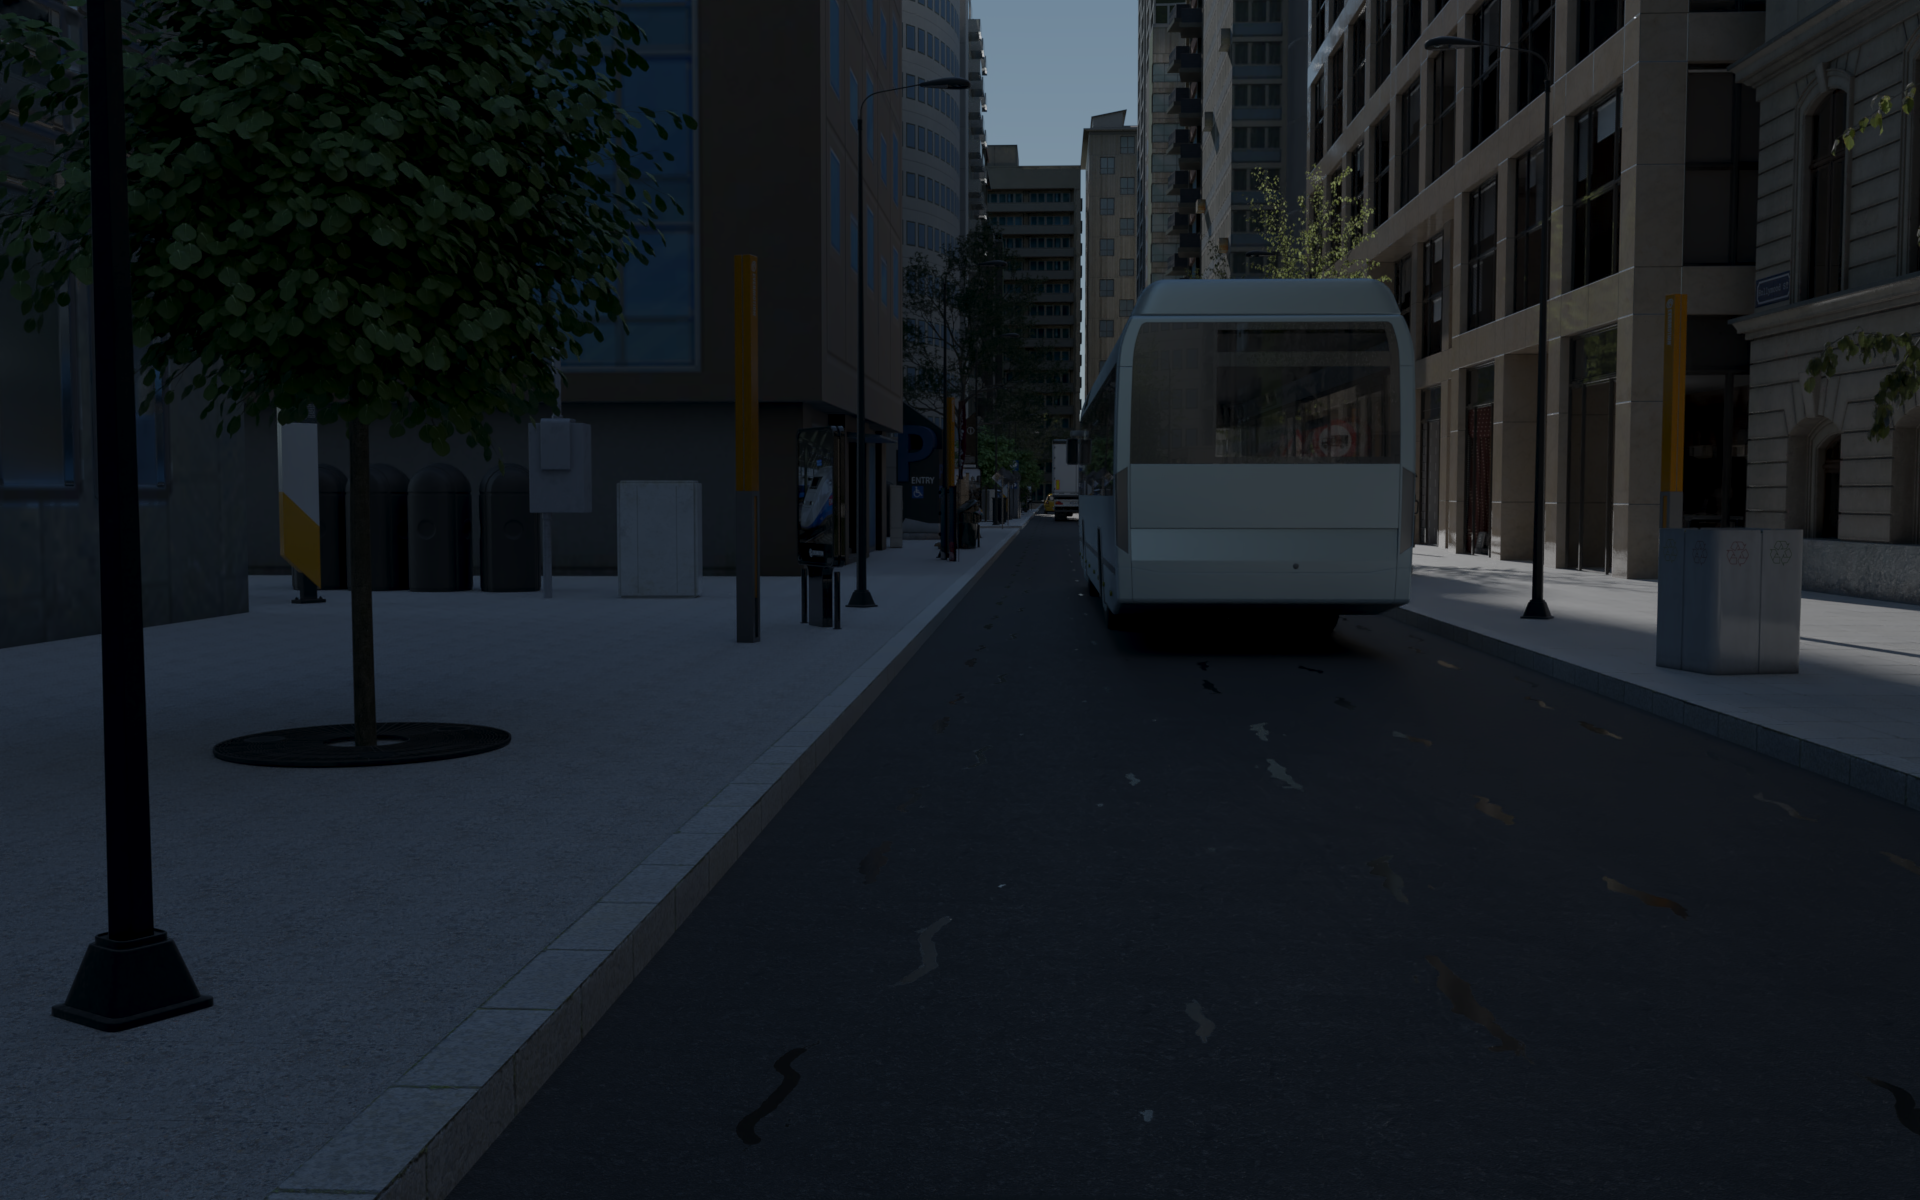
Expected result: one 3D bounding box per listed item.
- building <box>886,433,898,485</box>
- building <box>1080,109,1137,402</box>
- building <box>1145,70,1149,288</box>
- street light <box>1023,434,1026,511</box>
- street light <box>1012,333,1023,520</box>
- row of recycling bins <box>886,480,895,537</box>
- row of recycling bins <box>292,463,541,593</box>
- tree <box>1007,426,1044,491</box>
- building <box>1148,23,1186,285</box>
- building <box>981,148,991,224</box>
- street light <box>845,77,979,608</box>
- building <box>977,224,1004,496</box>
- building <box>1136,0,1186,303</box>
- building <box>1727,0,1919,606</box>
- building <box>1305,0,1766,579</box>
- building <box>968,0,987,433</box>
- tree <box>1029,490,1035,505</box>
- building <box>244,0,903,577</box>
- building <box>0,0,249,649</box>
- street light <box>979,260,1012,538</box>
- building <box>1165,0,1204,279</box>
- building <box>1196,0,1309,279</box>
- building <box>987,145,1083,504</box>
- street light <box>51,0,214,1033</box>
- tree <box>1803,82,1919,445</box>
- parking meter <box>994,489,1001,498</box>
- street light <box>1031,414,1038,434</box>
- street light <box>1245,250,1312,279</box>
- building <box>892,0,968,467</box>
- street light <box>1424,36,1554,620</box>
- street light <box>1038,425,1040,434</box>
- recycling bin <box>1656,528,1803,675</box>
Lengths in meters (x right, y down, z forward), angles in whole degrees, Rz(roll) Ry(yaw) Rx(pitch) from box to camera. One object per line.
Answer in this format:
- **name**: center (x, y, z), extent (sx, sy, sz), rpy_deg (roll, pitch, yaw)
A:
- **building**: center (-11.698, -39.422, 82.798), extent (20.563, 71.187, 20.611), rpy_deg (0, 4, 3)
- **building**: center (30.899, -40.126, 245.301), extent (27.495, 52.752, 28.713), rpy_deg (0, 4, 3)
- **building**: center (25.371, -31.715, 168.658), extent (14.600, 45.320, 14.200), rpy_deg (0, 4, 3)
- **street light**: center (2.023, -6.022, 71.002), extent (1.470, 5.913, 1.316), rpy_deg (0, 4, 3)
- **street light**: center (1.012, -4.749, 50.185), extent (1.470, 5.913, 1.316), rpy_deg (0, 4, 3)
- **row of recycling bins**: center (-3.507, -2.762, 52.276), extent (3.534, 1.692, 1.069), rpy_deg (1, 4, 22)
- **row of recycling bins**: center (-7.284, -0.979, 23.113), extent (3.534, 1.692, 1.069), rpy_deg (1, 4, 10)
- **tree**: center (5.810, -12.811, 159.827), extent (4.737, 8.622, 4.395), rpy_deg (0, 3, 0)
- **building**: center (23.691, -28.793, 154.352), extent (14.154, 41.232, 14.086), rpy_deg (0, 4, 3)
- **building**: center (-9.284, -33.864, 208.306), extent (28.867, 44.769, 22.147), rpy_deg (0, 4, 3)
- **street light**: center (-0.579, -2.871, 19.484), extent (1.470, 5.913, 1.316), rpy_deg (0, 4, 3)
- **building**: center (-2.560, -25.240, 184.378), extent (14.160, 30.474, 14.107), rpy_deg (0, 4, 3)
- **building**: center (29.568, -46.971, 206.233), extent (20.563, 71.187, 20.611), rpy_deg (0, 4, 3)
- **building**: center (15.542, -11.504, 7.182), extent (14.460, 24.649, 34.723), rpy_deg (0, 4, 3)
- **building**: center (20.526, -14.506, 41.683), extent (19.350, 26.468, 34.151), rpy_deg (0, 4, 3)
- **building**: center (-8.870, -33.155, 161.697), extent (23.786, 49.044, 30.456), rpy_deg (0, 4, 3)
- **tree**: center (8.194, -12.917, 205.793), extent (1.663, 3.219, 1.824), rpy_deg (0, 3, 0)
- **building**: center (-8.607, -23.390, 32.540), extent (14.600, 45.320, 14.200), rpy_deg (0, 4, 3)
- **building**: center (-17.683, -42.111, 1.180), extent (22.319, 86.520, 31.000), rpy_deg (0, 4, 3)
- **street light**: center (0.242, -3.796, 34.612), extent (1.470, 5.913, 1.316), rpy_deg (0, 4, 3)
- **building**: center (26.235, -28.710, 124.028), extent (22.147, 44.769, 28.867), rpy_deg (0, 4, 3)
- **building**: center (24.990, -24.313, 89.398), extent (23.993, 40.220, 32.217), rpy_deg (0, 4, 3)
- **building**: center (6.187, -37.878, 243.005), extent (21.600, 48.544, 21.300), rpy_deg (0, 4, 3)
- **street light**: center (-1.516, -1.930, 4.091), extent (1.470, 5.913, 1.316), rpy_deg (0, 4, 3)
- **tree**: center (5.372, -3.487, 7.370), extent (4.360, 8.622, 3.978), rpy_deg (0, 3, 0)
- **parking meter**: center (1.963, -4.975, 89.758), extent (0.372, 1.533, 0.369), rpy_deg (0, 3, 0)
- **street light**: center (2.971, -6.923, 85.738), extent (1.470, 5.913, 1.316), rpy_deg (0, 4, 3)
- **street light**: center (6.141, -3.708, 33.166), extent (1.470, 5.913, 1.316), rpy_deg (0, 4, 3)
- **building**: center (-10.601, -35.142, 116.574), extent (21.231, 58.520, 28.212), rpy_deg (0, 4, 3)
- **street light**: center (5.416, -2.764, 17.731), extent (1.470, 5.913, 1.316), rpy_deg (0, 4, 3)
- **street light**: center (3.769, -7.834, 100.626), extent (1.470, 5.913, 1.316), rpy_deg (0, 4, 3)
- **recycling bin**: center (5.598, -0.004, 12.627), extent (0.722, 1.027, 0.722), rpy_deg (-1, 4, -11)
